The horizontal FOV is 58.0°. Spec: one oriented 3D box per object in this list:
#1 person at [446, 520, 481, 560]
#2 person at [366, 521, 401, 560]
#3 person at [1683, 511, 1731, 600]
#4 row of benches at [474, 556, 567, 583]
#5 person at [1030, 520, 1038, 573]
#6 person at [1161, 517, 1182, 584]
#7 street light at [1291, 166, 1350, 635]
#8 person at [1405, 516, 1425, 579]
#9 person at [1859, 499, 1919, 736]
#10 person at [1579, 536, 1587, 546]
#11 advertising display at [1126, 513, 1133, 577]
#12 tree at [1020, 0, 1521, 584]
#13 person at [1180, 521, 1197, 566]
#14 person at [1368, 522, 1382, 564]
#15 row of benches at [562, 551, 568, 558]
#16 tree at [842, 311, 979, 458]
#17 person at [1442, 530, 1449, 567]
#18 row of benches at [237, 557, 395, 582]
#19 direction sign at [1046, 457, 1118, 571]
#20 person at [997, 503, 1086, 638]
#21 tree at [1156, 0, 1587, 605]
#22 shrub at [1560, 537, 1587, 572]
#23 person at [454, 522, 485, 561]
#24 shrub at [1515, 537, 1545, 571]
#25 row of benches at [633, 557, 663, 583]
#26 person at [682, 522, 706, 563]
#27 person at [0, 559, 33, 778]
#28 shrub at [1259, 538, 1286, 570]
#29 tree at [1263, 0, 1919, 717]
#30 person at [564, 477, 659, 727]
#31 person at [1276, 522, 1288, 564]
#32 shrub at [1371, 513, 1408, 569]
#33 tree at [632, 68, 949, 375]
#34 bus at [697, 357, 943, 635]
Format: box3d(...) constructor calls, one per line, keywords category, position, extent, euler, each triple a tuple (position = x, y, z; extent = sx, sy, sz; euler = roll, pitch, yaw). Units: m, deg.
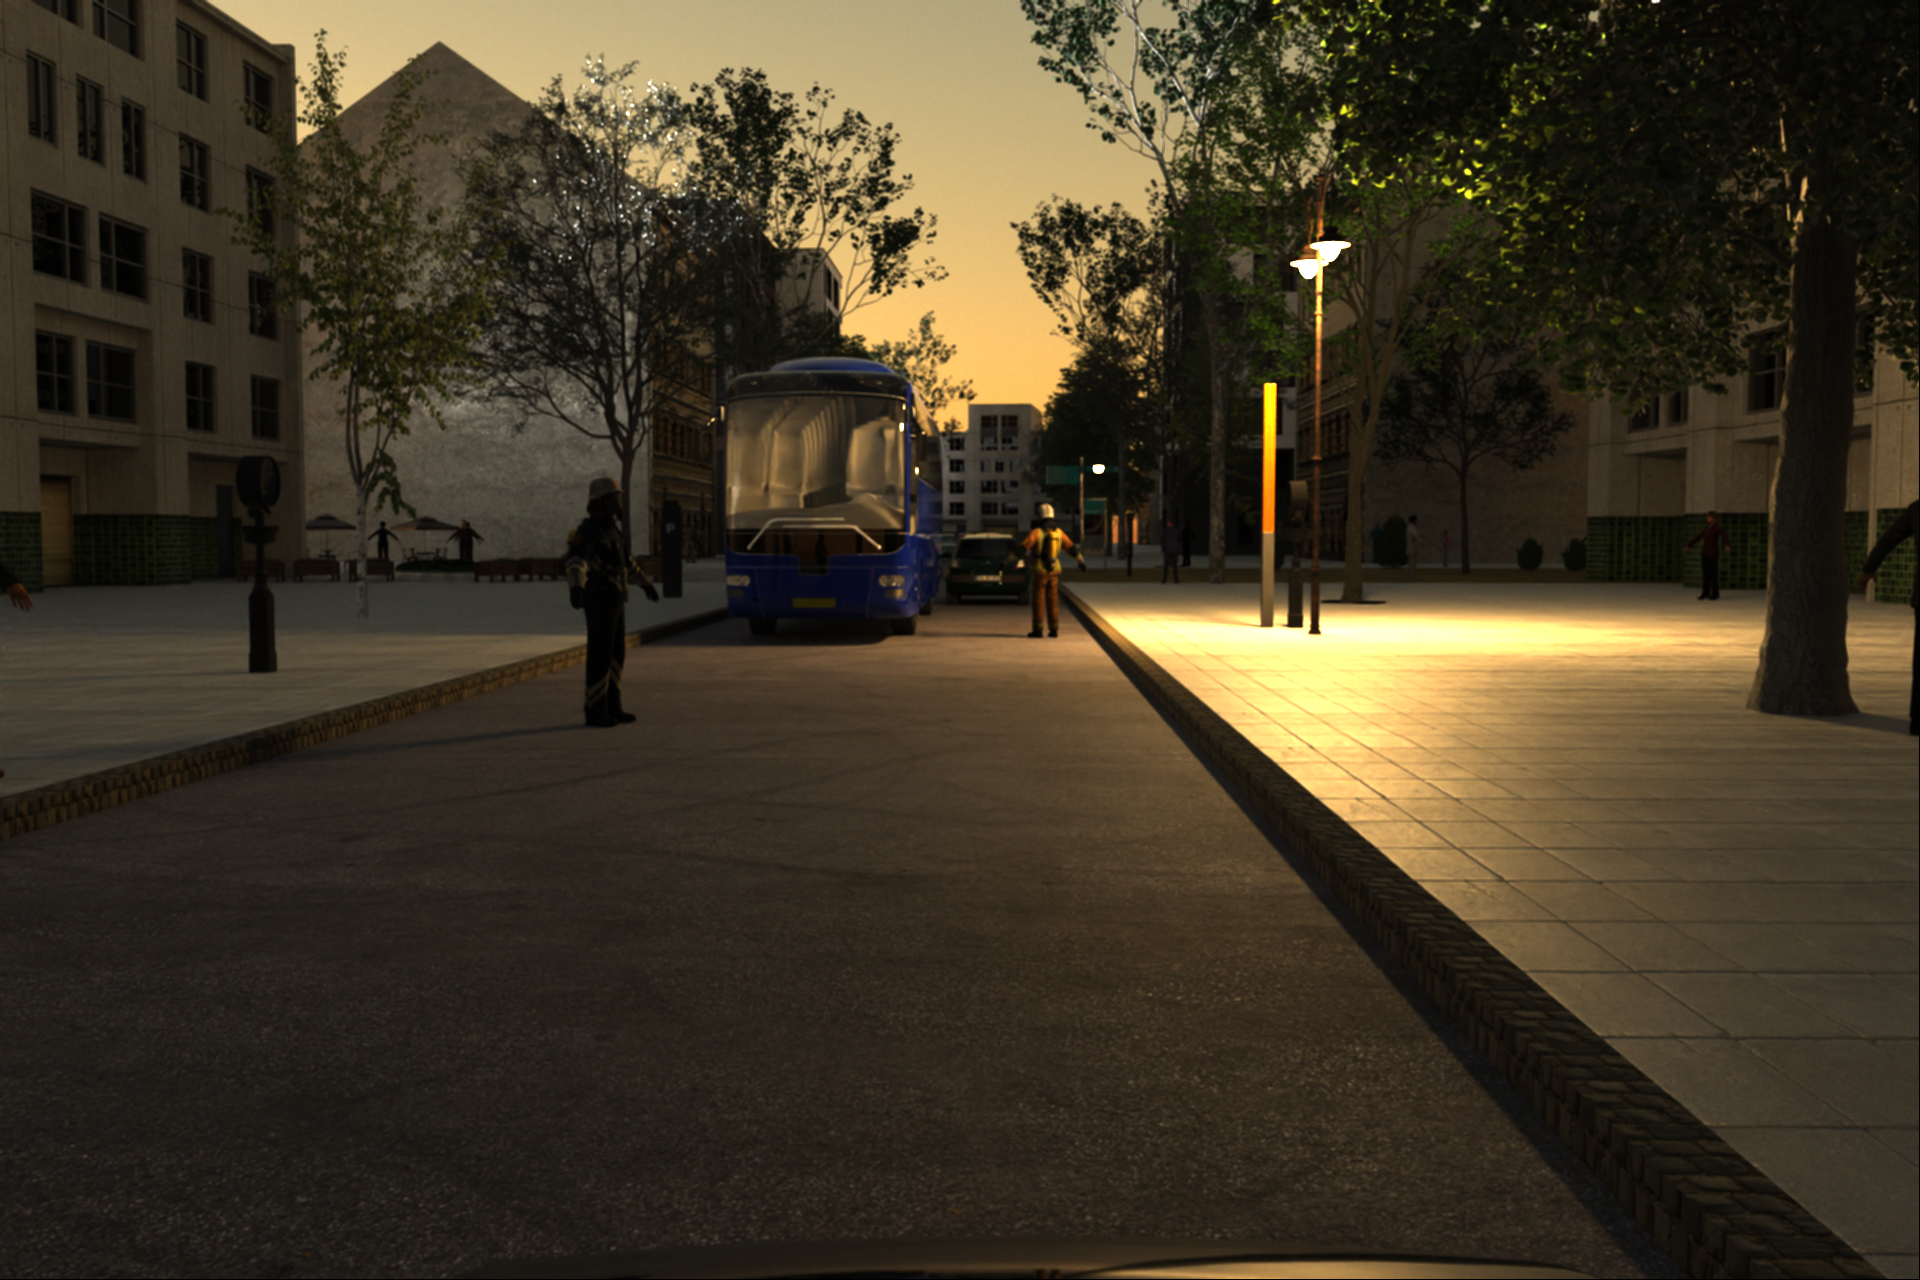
box3d(category="person", position=(-18.315, -3.536, 63.949), extent=(1.346, 1.812, 0.704), euler=(0, 4, 7))
box3d(category="person", position=(-20.773, -3.403, 62.361), extent=(1.216, 1.740, 0.721), euler=(-1, 4, -18))
box3d(category="person", position=(14.560, -1.647, 33.739), extent=(0.721, 1.729, 1.215), euler=(-1, 4, -18))
box3d(category="row of benches", position=(-11.624, -1.972, 47.711), extent=(1.422, 0.672, 4.104), euler=(2, 4, 30))
box3d(category="person", position=(2.224, -2.514, 49.710), extent=(0.704, 1.843, 1.345), euler=(1, 4, 22))
box3d(category="person", position=(5.478, -2.318, 44.866), extent=(0.541, 1.710, 0.530), euler=(1, 4, 13))
box3d(category="street light", position=(4.544, -3.010, 22.007), extent=(0.468, 5.910, 1.993), euler=(0, 4, 1))
box3d(category="person", position=(12.884, -2.630, 49.191), extent=(0.705, 1.806, 1.347), euler=(0, 4, -4))
box3d(category="person", position=(6.245, -0.291, 10.938), extent=(0.705, 1.807, 1.348), euler=(-2, 4, -26))
box3d(category="person", position=(19.976, -2.930, 53.841), extent=(1.347, 1.837, 0.705), euler=(2, 4, 24))
box3d(category="advertising display", position=(5.140, -2.896, 52.561), extent=(0.123, 1.923, 0.974), euler=(0, 4, 0))
box3d(category="tree", position=(7.743, -11.468, 43.386), extent=(12.611, 20.169, 13.585), euler=(0, 3, 0))
box3d(category="person", position=(8.953, -3.820, 68.637), extent=(1.347, 1.806, 0.705), euler=(-3, 5, -40))
box3d(category="person", position=(17.924, -4.168, 74.281), extent=(0.704, 1.817, 1.347), euler=(-2, 4, -30))
box3d(category="row of benches", position=(-14.153, -2.947, 63.648), extent=(1.422, 0.672, 4.104), euler=(-1, 4, -17))
box3d(category="tree", position=(-4.807, -17.864, 147.965), extent=(12.611, 20.169, 13.585), euler=(0, 3, 0))
box3d(category="person", position=(19.087, -3.581, 67.809), extent=(0.599, 1.433, 0.991), euler=(1, 4, 18))
box3d(category="row of benches", position=(-17.233, -1.906, 46.633), extent=(4.104, 0.672, 1.422), euler=(0, 4, -6))
box3d(category="direction sign", position=(4.227, -4.350, 59.879), extent=(2.525, 3.948, 1.411), euler=(0, 4, 2))
box3d(category="person", position=(1.167, -0.964, 23.995), extent=(1.354, 1.858, 0.705), euler=(-1, 4, -23))
box3d(category="tree", position=(7.445, -6.481, 31.727), extent=(9.928, 11.665, 9.643), euler=(0, 3, 0))
box3d(category="shrub", position=(21.101, -2.948, 59.319), extent=(1.383, 1.207, 1.383), euler=(0, 3, 0))
box3d(category="person", position=(-21.082, -4.164, 74.313), extent=(1.346, 1.802, 0.704), euler=(0, 4, 1))
box3d(category="shrub", position=(20.060, -3.048, 60.950), extent=(1.383, 1.207, 1.383), euler=(0, 3, 0))
box3d(category="row of benches", position=(-8.724, -1.939, 47.158), extent=(1.422, 0.672, 4.104), euler=(-2, 4, -34))
box3d(category="person", position=(-11.901, -4.297, 76.528), extent=(1.348, 1.796, 0.705), euler=(1, 4, 16))
box3d(category="person", position=(-5.265, -0.183, 9.055), extent=(1.348, 1.821, 0.705), euler=(3, 4, 38))
box3d(category="shrub", position=(11.031, -3.060, 61.142), extent=(1.383, 1.207, 1.383), euler=(0, 3, 0))
box3d(category="tree", position=(6.158, -6.456, 12.212), extent=(9.857, 13.997, 8.962), euler=(0, 3, 0))
box3d(category="person", position=(-2.643, -0.292, 13.009), extent=(0.705, 1.856, 1.354), euler=(1, 4, 14))
box3d(category="person", position=(13.809, -4.180, 74.477), extent=(0.705, 1.813, 1.348), euler=(0, 4, -4))
box3d(category="shrub", position=(16.119, -3.685, 64.295), extent=(1.661, 2.075, 1.752), euler=(0, 3, 0))
box3d(category="tree", position=(-6.847, -13.042, 69.119), extent=(12.611, 20.169, 13.585), euler=(0, 3, 0))
box3d(category="bus", position=(-1.733, -2.220, 27.842), extent=(2.896, 3.916, 12.251), euler=(0, 4, 1))
